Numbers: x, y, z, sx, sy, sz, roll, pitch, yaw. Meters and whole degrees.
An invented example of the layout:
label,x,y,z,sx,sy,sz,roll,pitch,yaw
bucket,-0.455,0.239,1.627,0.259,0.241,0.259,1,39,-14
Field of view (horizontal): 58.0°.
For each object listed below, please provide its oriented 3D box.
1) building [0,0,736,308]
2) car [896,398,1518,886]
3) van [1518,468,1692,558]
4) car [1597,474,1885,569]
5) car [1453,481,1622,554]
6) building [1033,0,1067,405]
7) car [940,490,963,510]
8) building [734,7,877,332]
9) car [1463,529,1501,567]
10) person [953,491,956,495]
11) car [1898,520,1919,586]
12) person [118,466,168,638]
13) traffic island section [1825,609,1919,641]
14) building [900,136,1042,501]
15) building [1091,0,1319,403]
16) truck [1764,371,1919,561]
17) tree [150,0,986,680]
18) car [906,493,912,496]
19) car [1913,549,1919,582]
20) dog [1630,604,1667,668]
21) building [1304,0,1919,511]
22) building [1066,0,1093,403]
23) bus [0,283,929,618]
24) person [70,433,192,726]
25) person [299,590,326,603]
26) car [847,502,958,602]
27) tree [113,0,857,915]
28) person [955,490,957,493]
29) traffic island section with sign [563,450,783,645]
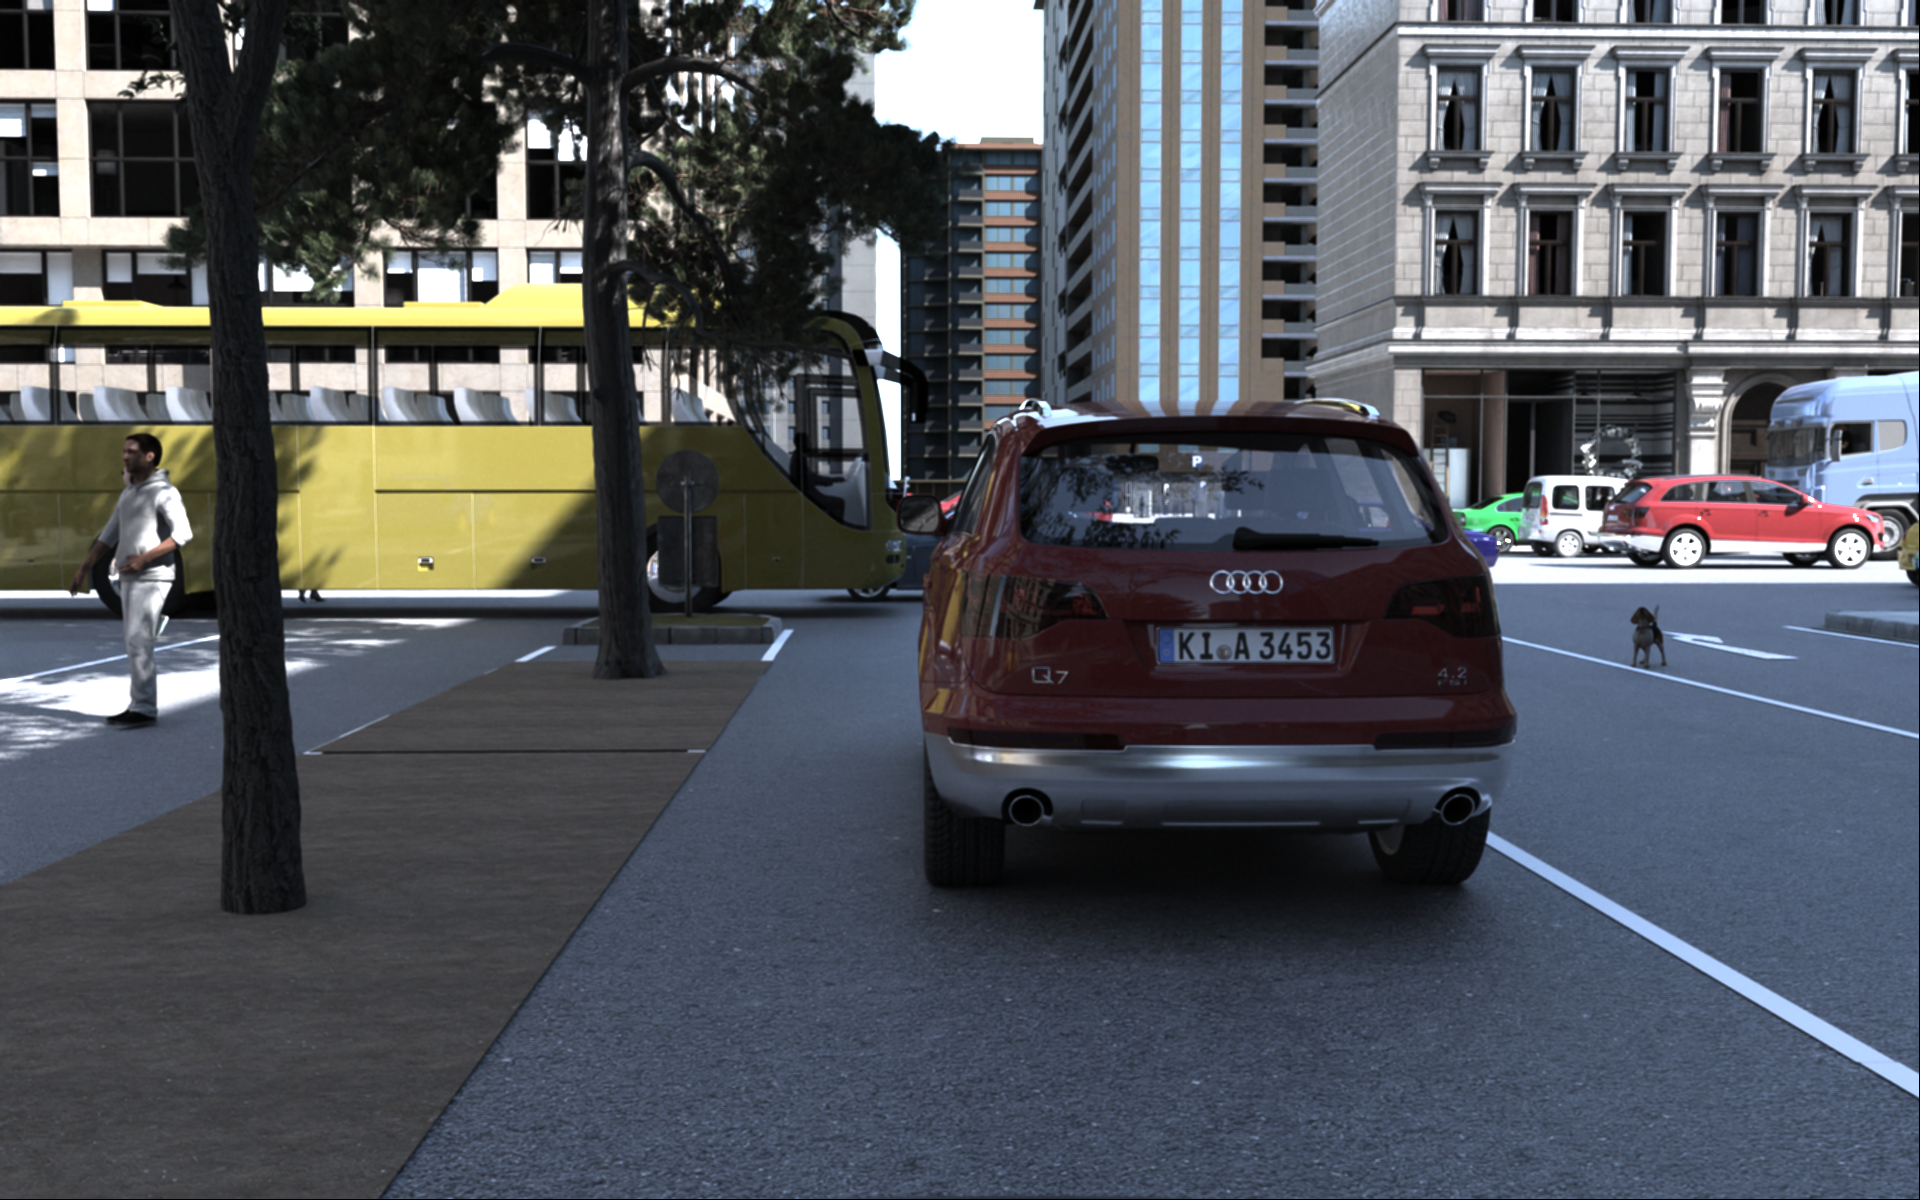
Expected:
label,x,y,z,sx,sy,sz,roll,pitch,yaw
building,-24.911,-15.232,53.564,34.151,26.468,19.350,0,4,-2
car,0.840,0.048,7.883,2.281,1.827,5.304,0,4,-1
van,14.957,-1.988,39.522,4.112,2.044,2.013,0,4,-1
car,15.287,-1.542,33.877,5.304,1.827,2.281,0,4,0
car,14.160,-2.028,41.962,4.718,1.807,1.959,0,4,-1
building,22.135,-35.010,161.648,28.713,52.752,27.495,0,4,-2
car,0.864,-1.865,39.164,5.304,1.827,2.281,0,4,-2
building,-24.225,-41.024,212.734,28.212,58.520,21.231,0,4,-2
car,7.056,-1.029,29.405,3.894,1.354,1.945,0,4,-3
person,-0.526,-10.084,173.920,0.434,1.755,0.990,-3,5,-41
car,16.471,-0.981,26.270,3.980,1.641,2.015,0,4,-4
person,-8.168,-0.512,17.356,0.515,1.767,0.782,-1,4,-12
traffic island section,10.288,0.279,17.713,2.009,0.180,2.903,0,4,-2
building,4.993,-34.274,215.007,28.867,44.769,22.147,0,4,-2
building,16.766,-28.681,119.044,14.600,45.320,14.200,0,4,-2
truck,26.768,-2.958,38.115,18.799,4.110,2.967,0,4,-1
tree,-2.709,-5.426,13.230,6.751,12.117,7.091,0,3,0
car,-3.875,-6.699,118.564,2.155,1.783,4.494,0,4,-2
car,15.575,-0.911,23.696,4.718,1.807,1.959,0,4,-2
dog,5.728,0.299,14.401,0.406,0.507,0.540,0,4,-3
building,12.776,-12.212,50.581,40.483,20.767,10.553,0,4,-2
building,20.073,-31.391,136.951,21.300,48.544,21.600,0,4,-2
bus,-6.520,-1.788,20.779,12.252,3.916,2.896,0,4,-2
person,-5.139,-0.127,10.721,0.875,1.805,0.789,2,4,33
person,-8.574,-0.865,22.863,0.478,1.798,0.641,1,4,20
car,0.255,-0.720,23.777,4.499,1.417,2.014,0,4,-1
tree,-2.398,-4.229,6.020,8.767,10.594,7.601,0,4,-2
person,-0.424,-11.239,192.203,0.705,1.831,1.348,-1,4,-22
traffic island section with sign,-2.820,-0.570,17.453,2.006,1.907,1.989,0,4,-2
